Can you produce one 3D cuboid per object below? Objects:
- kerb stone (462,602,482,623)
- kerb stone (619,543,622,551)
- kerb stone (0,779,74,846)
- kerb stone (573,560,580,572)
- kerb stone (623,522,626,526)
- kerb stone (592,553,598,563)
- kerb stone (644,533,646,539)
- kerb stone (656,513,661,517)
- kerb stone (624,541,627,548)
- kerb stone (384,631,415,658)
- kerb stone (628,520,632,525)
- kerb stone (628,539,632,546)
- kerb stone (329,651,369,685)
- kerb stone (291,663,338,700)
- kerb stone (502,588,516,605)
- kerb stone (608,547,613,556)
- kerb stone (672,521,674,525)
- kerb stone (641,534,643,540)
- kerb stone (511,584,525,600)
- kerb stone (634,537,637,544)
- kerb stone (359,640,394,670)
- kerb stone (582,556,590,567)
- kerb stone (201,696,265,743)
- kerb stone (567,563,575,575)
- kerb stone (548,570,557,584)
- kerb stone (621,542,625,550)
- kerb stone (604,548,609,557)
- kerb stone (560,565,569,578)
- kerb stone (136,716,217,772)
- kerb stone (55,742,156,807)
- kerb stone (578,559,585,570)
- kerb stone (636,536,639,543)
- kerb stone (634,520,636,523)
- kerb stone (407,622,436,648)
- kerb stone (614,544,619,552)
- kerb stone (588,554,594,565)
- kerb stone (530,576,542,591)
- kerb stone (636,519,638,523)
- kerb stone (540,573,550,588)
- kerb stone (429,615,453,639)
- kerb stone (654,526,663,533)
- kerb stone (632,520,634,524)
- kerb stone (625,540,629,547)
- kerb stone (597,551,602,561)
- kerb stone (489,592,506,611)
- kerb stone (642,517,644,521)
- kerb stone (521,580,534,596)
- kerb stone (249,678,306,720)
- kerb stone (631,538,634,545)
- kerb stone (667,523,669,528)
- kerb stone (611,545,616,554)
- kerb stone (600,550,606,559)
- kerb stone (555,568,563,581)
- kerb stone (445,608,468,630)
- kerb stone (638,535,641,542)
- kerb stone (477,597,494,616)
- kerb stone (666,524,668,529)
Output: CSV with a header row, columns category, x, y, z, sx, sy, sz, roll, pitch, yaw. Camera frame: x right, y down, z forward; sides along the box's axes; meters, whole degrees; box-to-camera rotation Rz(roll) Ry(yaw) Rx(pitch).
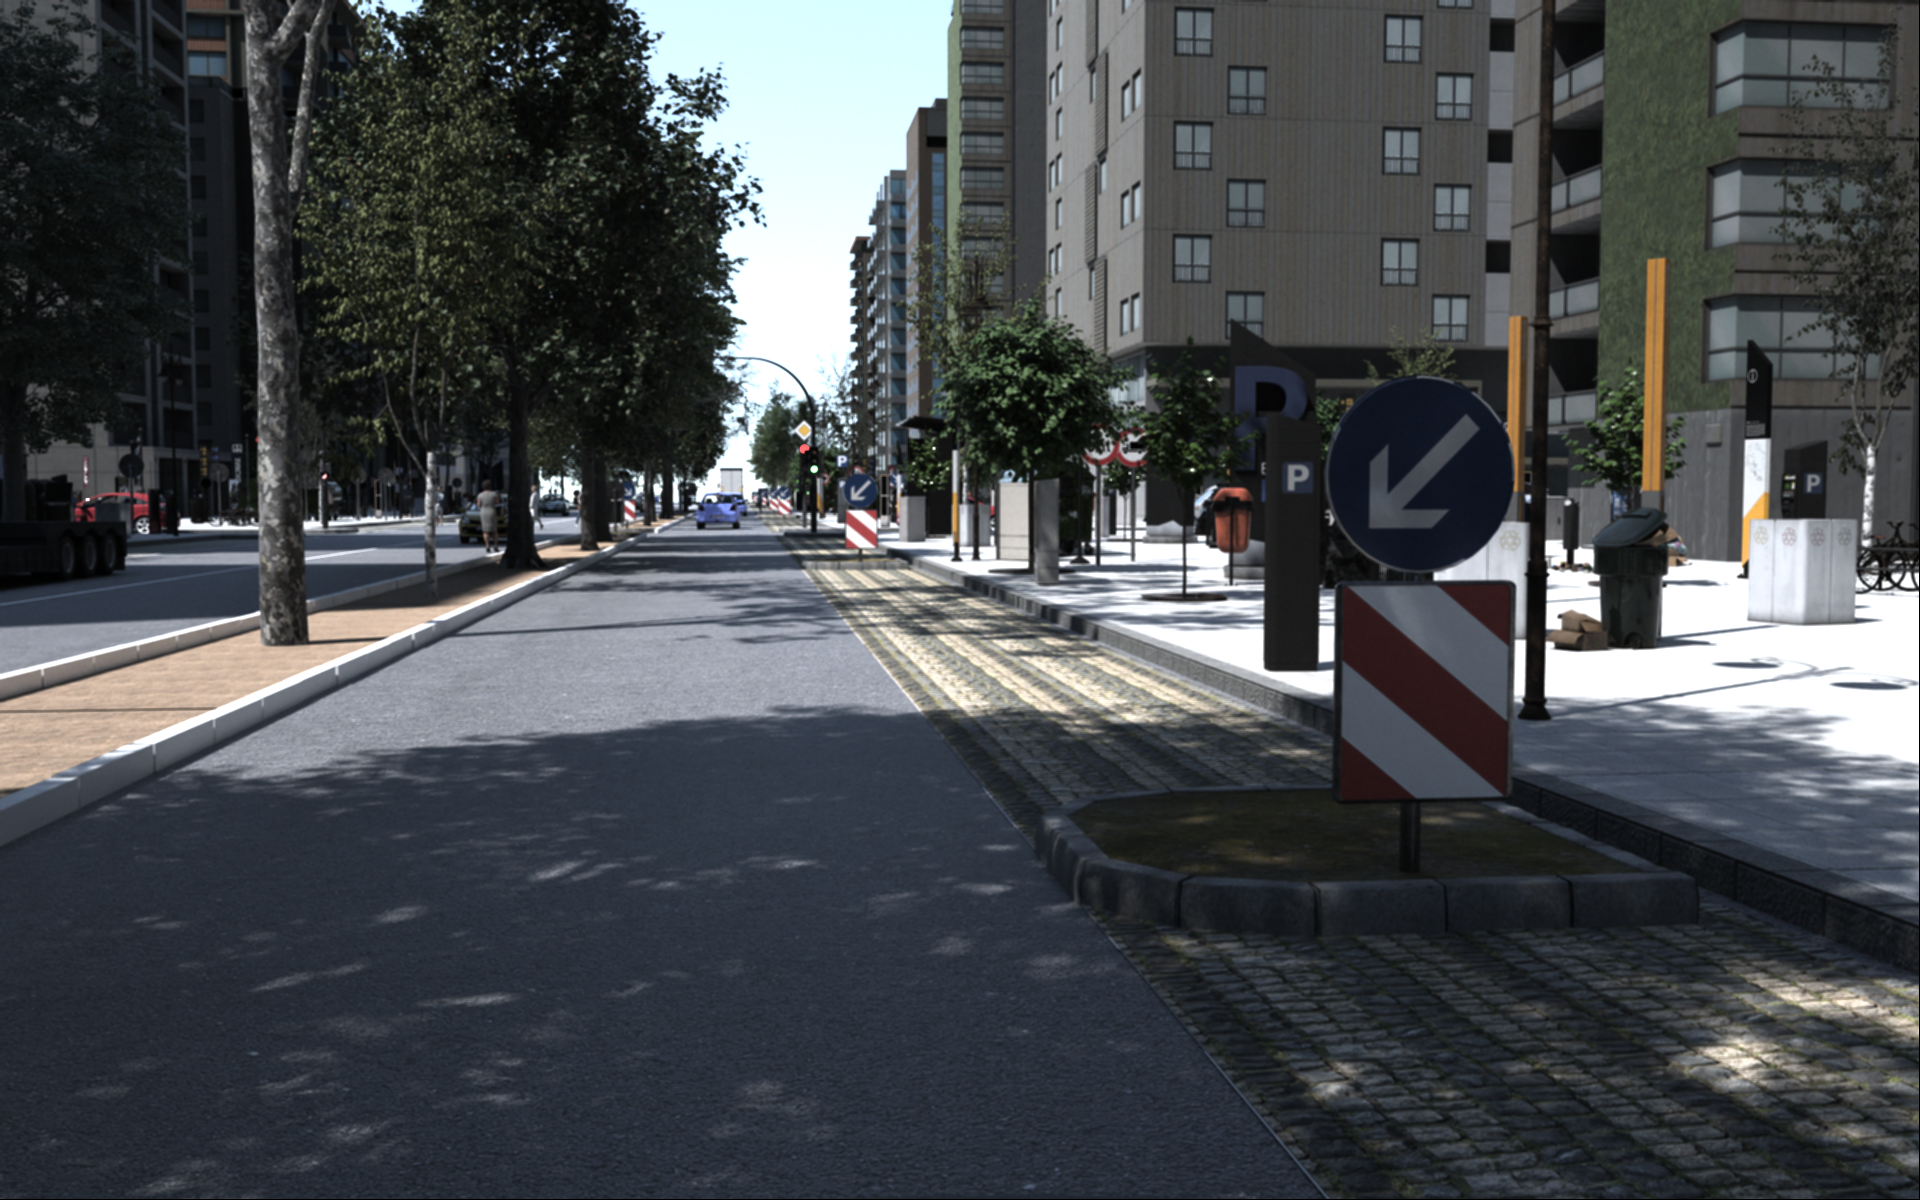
category,x,y,z,sx,sy,sz,roll,pitch,yaw
kerb stone,-5.567,0.162,19.559,0.120,0.150,1.000,0,4,-7
kerb stone,-8.554,-1.270,42.975,0.120,0.150,1.000,0,4,-7
kerb stone,-4.005,0.912,7.373,0.120,0.150,1.000,0,4,-7
kerb stone,-7.124,-0.585,31.765,0.120,0.150,1.000,0,4,-7
kerb stone,-14.979,-3.335,76.762,0.120,0.150,1.000,0,4,-7
kerb stone,-7.642,-0.830,35.841,0.120,0.150,1.000,0,4,-7
kerb stone,-9.978,-1.956,54.175,0.120,0.150,1.000,0,4,-7
kerb stone,-19.656,-5.579,113.415,0.120,0.150,1.000,0,4,-7
kerb stone,-8.813,-1.393,45.010,0.120,0.150,1.000,0,4,-7
kerb stone,-5.056,0.415,15.494,0.120,0.150,1.000,0,4,-7
kerb stone,-15.500,-3.580,80.830,0.120,0.150,1.000,0,4,-7
kerb stone,-9.066,-1.517,47.042,0.120,0.150,1.000,0,4,-7
kerb stone,-4.782,0.534,13.465,0.120,0.150,1.000,0,4,-7
kerb stone,-4.663,0.598,12.443,0.120,0.150,1.000,0,4,-7
kerb stone,-5.956,-0.022,22.601,0.120,0.150,1.000,0,4,-7
kerb stone,-8.162,-1.082,39.913,0.120,0.150,1.000,0,4,-7
kerb stone,-12.763,-3.293,76.040,0.120,0.150,1.000,0,4,-7
kerb stone,-9.712,-1.827,52.125,0.120,0.150,1.000,0,4,-7
kerb stone,-6.085,-0.087,23.616,0.120,0.150,1.000,0,4,-7
kerb stone,-9.325,-1.644,49.075,0.120,0.150,1.000,0,4,-7
kerb stone,-4.916,0.477,14.481,0.120,0.150,1.000,0,4,-7
kerb stone,-7.381,-0.709,33.802,0.120,0.150,1.000,0,4,-7
kerb stone,-4.394,0.724,10.416,0.120,0.150,1.000,0,4,-7
kerb stone,-6.992,-0.523,30.752,0.120,0.150,1.000,0,4,-7
kerb stone,-6.606,-0.336,27.693,0.120,0.150,1.000,0,4,-7
kerb stone,-8.672,-1.333,43.991,0.120,0.150,1.000,0,4,-7
kerb stone,-8.033,-1.016,38.899,0.120,0.150,1.000,0,4,-7
kerb stone,-6.862,-0.457,29.732,0.120,0.150,1.000,0,4,-7
kerb stone,-4.264,0.782,9.402,0.120,0.150,1.000,0,4,-7
kerb stone,-4.137,0.845,8.387,0.120,0.150,1.000,0,4,-7
kerb stone,-7.252,-0.643,32.788,0.120,0.150,1.000,0,4,-7
kerb stone,-9.458,-1.706,50.096,0.120,0.150,1.000,0,4,-7
kerb stone,-15.888,-3.772,83.871,0.120,0.150,1.000,0,4,-7
kerb stone,-5.170,0.349,16.512,0.120,0.150,1.000,0,4,-7
kerb stone,-8.431,-1.209,41.958,0.120,0.150,1.000,0,4,-7
kerb stone,-7.517,-0.772,34.821,0.120,0.150,1.000,0,4,-7
kerb stone,-6.347,-0.212,25.654,0.120,0.150,1.000,0,4,-7
kerb stone,-16.019,-3.835,84.892,0.120,0.150,1.000,0,4,-7
kerb stone,-6.474,-0.274,26.680,0.120,0.150,1.000,0,4,-7
kerb stone,-5.297,0.286,17.526,0.120,0.150,1.000,0,4,-7
kerb stone,-11.467,-2.668,65.856,0.120,0.150,1.000,0,4,-7
kerb stone,-15.629,-3.648,81.844,0.120,0.150,1.000,0,4,-7
kerb stone,-8.944,-1.456,46.027,0.120,0.150,1.000,0,4,-7
kerb stone,-7.782,-0.897,36.853,0.120,0.150,1.000,0,4,-7
kerb stone,-5.819,0.037,21.587,0.120,0.150,1.000,0,4,-7
kerb stone,-16.661,-4.146,89.986,0.120,0.150,1.000,0,4,-7
kerb stone,-6.214,-0.149,24.632,0.120,0.150,1.000,0,4,-7
kerb stone,-4.525,0.660,11.430,0.120,0.150,1.000,0,4,-7
kerb stone,-9.207,-1.582,48.060,0.120,0.150,1.000,0,4,-7
kerb stone,-12.110,-2.982,70.954,0.120,0.150,1.000,0,4,-7
kerb stone,-8.295,-1.146,40.939,0.120,0.150,1.000,0,4,-7
kerb stone,-7.901,-0.956,37.885,0.120,0.150,1.000,0,4,-7
kerb stone,-6.733,-0.398,28.711,0.120,0.150,1.000,0,4,-7
kerb stone,-5.431,0.224,18.540,0.120,0.150,1.000,0,4,-7
kerb stone,-9.585,-1.764,51.111,0.120,0.150,1.000,0,4,-7
kerb stone,-5.695,0.099,20.573,0.120,0.150,1.000,0,4,-7
kerb stone,-11.986,-2.919,69.931,0.120,0.150,1.000,0,4,-7
